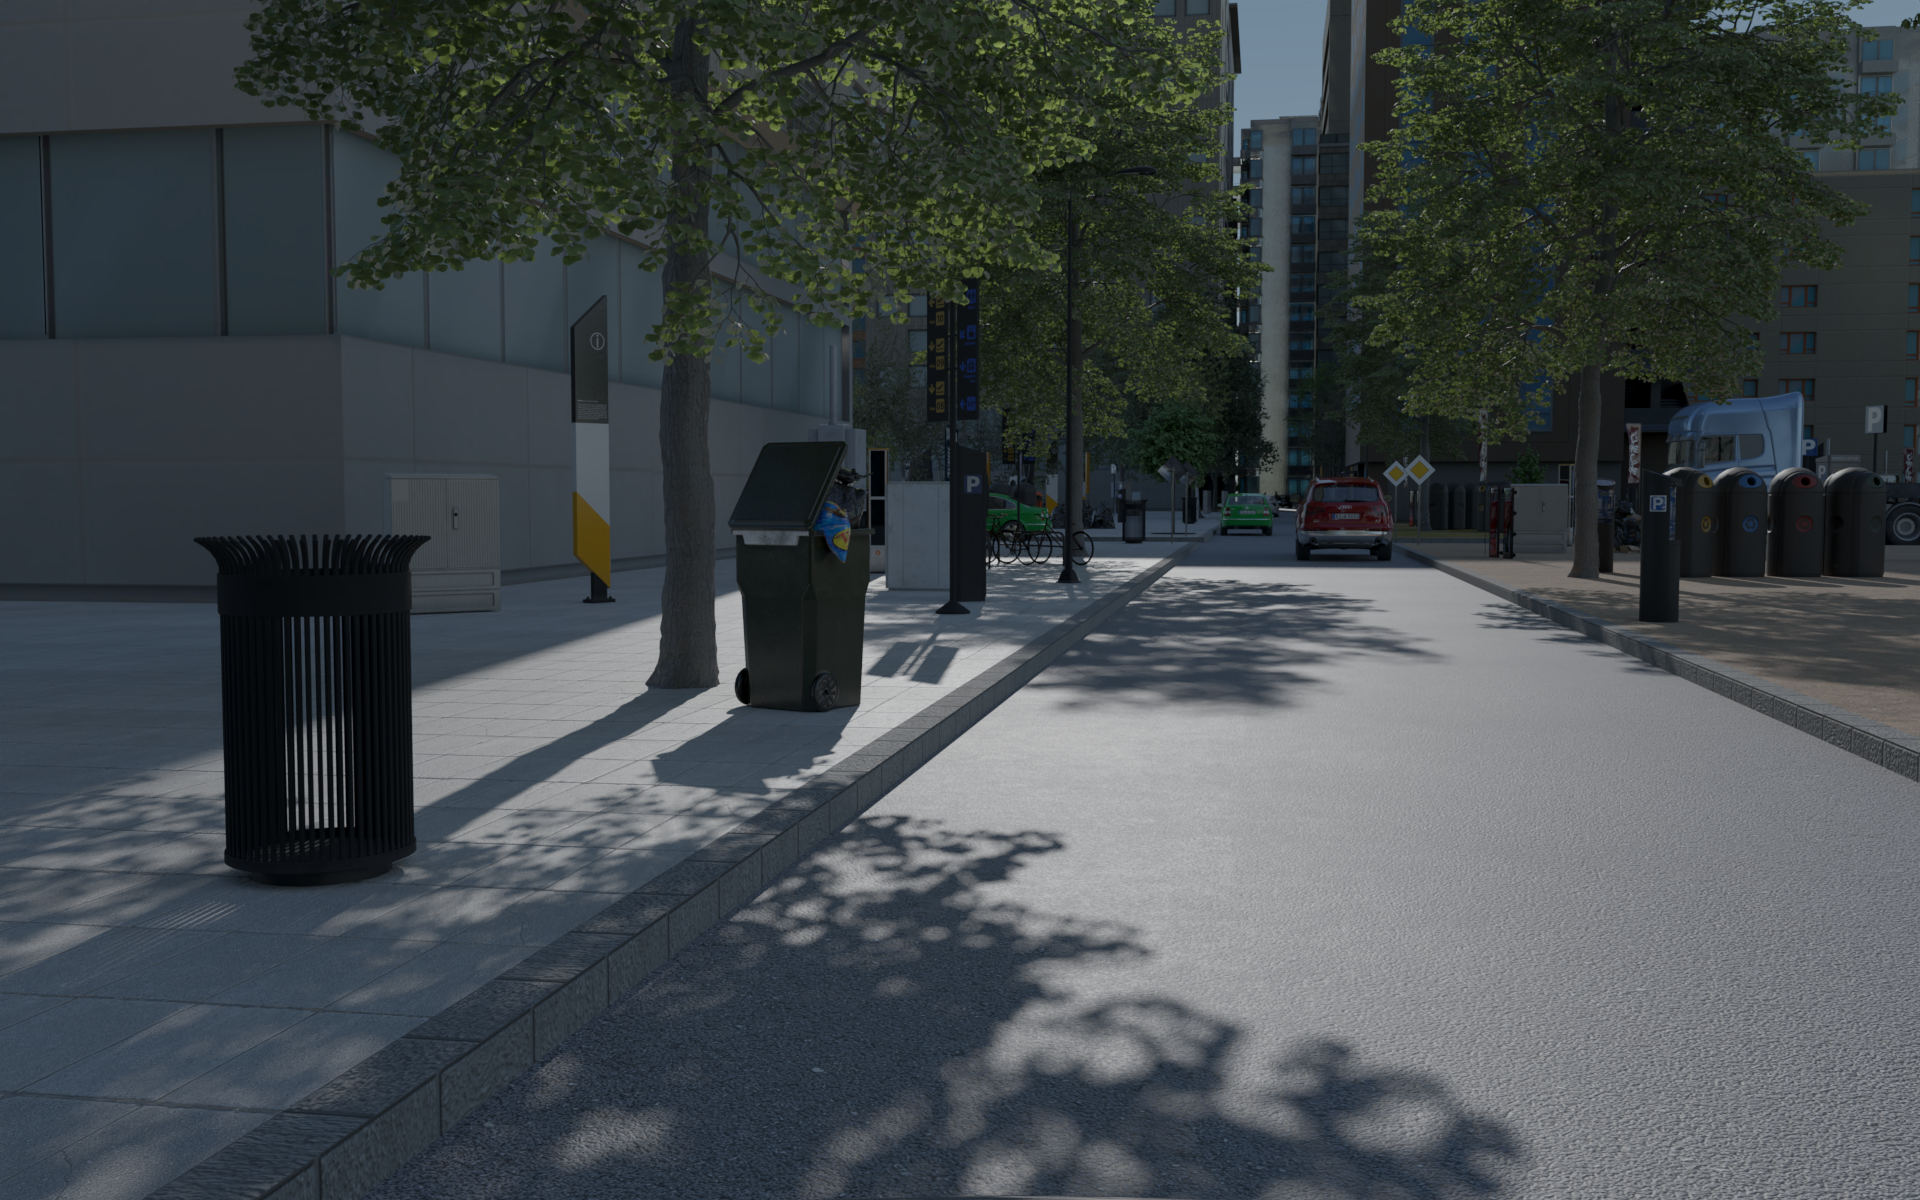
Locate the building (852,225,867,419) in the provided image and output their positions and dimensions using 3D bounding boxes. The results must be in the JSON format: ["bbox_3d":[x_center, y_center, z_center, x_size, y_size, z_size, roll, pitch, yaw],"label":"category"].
[{"bbox_3d":[-10.716,-33.229,197.925,28.867,44.769,22.147,1,4,10],"label":"building"}]

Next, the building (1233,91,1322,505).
[{"bbox_3d":[49.297,-36.585,217.775,30.456,49.044,23.786,1,4,10],"label":"building"}]

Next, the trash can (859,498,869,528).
[{"bbox_3d":[-3.587,-3.250,64.784,0.748,1.137,0.748,0,3,0],"label":"trash can"}]

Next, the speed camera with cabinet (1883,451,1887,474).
[{"bbox_3d":[41.875,-5.231,79.857,2.038,3.252,0.660,2,4,25],"label":"speed camera with cabinet"}]

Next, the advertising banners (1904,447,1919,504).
[{"bbox_3d":[35.391,-4.120,63.545,0.090,3.025,2.074,-1,4,-15],"label":"advertising banners"}]

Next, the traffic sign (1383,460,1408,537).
[{"bbox_3d":[12.999,-2.937,51.667,0.795,2.450,0.064,1,4,10],"label":"traffic sign"}]

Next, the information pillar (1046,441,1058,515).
[{"bbox_3d":[3.845,-4.940,72.121,0.504,3.616,0.183,0,4,0],"label":"information pillar"}]

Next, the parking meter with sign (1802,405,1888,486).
[{"bbox_3d":[17.215,-2.311,34.040,1.738,3.016,0.543,0,4,-8],"label":"parking meter with sign"}]

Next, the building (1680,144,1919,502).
[{"bbox_3d":[40.267,-16.124,108.665,27.650,21.520,28.899,1,4,10],"label":"building"}]

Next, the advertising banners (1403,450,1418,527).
[{"bbox_3d":[17.868,-4.417,68.405,0.090,3.025,2.074,0,4,-6],"label":"advertising banners"}]

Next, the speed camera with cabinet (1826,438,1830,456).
[{"bbox_3d":[31.246,-4.081,61.056,0.660,3.252,2.038,-1,4,-18],"label":"speed camera with cabinet"}]

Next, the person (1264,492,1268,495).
[{"bbox_3d":[31.559,-10.320,178.708,0.415,1.643,0.593,-3,5,-45],"label":"person"}]

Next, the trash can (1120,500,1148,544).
[{"bbox_3d":[4.513,-2.036,44.945,0.748,1.137,0.748,0,3,0],"label":"trash can"}]

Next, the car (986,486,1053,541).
[{"bbox_3d":[0.306,-2.521,50.007,4.718,1.807,1.959,1,4,9],"label":"car"}]

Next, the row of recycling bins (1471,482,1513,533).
[{"bbox_3d":[18.116,-3.127,58.243,1.069,1.692,3.534,0,4,8],"label":"row of recycling bins"}]

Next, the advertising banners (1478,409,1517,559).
[{"bbox_3d":[10.836,-2.375,35.021,0.090,3.025,2.074,0,4,-3],"label":"advertising banners"}]

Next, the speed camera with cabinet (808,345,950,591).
[{"bbox_3d":[-0.977,-1.764,23.176,2.038,3.252,0.660,1,4,12],"label":"speed camera with cabinet"}]

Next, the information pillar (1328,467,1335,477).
[{"bbox_3d":[26.558,-8.096,123.720,0.504,3.616,0.183,1,4,21],"label":"information pillar"}]

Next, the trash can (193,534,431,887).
[{"bbox_3d":[-2.164,0.355,5.845,0.748,1.137,0.748,0,3,0],"label":"trash can"}]

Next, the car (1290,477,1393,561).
[{"bbox_3d":[8.578,-1.850,38.915,2.281,1.827,5.304,1,4,10],"label":"car"}]

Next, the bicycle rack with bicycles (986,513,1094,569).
[{"bbox_3d":[0.615,-1.093,31.257,2.852,0.926,2.925,-3,4,-39],"label":"bicycle rack with bicycles"}]

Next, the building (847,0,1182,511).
[{"bbox_3d":[8.164,-33.835,142.443,28.713,52.752,27.495,1,4,10],"label":"building"}]

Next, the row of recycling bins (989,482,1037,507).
[{"bbox_3d":[0.927,-3.250,60.254,3.534,1.692,1.069,-1,4,-10],"label":"row of recycling bins"}]

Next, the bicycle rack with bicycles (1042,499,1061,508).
[{"bbox_3d":[5.815,-6.573,120.843,2.852,0.926,2.925,-2,4,-30],"label":"bicycle rack with bicycles"}]

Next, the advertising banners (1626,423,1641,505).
[{"bbox_3d":[17.318,-2.875,43.195,2.074,3.025,0.090,-2,4,-27],"label":"advertising banners"}]

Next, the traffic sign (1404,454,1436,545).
[{"bbox_3d":[11.607,-2.456,43.803,0.795,2.450,0.064,1,4,10],"label":"traffic sign"}]

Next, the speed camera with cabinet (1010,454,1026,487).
[{"bbox_3d":[2.518,-5.670,87.047,0.660,3.252,2.038,-2,4,-31],"label":"speed camera with cabinet"}]

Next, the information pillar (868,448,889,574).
[{"bbox_3d":[-1.309,-1.434,27.941,0.304,2.012,0.304,0,4,4],"label":"information pillar"}]

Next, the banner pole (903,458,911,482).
[{"bbox_3d":[-3.102,-7.121,106.452,0.863,3.779,0.401,0,4,-7],"label":"banner pole"}]

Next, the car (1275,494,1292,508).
[{"bbox_3d":[32.716,-10.126,175.345,2.009,1.686,4.222,1,4,9],"label":"car"}]

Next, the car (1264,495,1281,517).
[{"bbox_3d":[18.920,-5.842,107.881,2.083,1.381,4.827,1,4,12],"label":"car"}]

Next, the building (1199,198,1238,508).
[{"bbox_3d":[18.902,-23.959,163.424,14.160,30.474,14.107,1,4,10],"label":"building"}]

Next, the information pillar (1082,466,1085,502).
[{"bbox_3d":[8.426,-7.677,116.872,0.504,3.616,0.183,1,4,12],"label":"information pillar"}]

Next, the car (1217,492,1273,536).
[{"bbox_3d":[10.059,-3.193,61.008,1.959,1.807,4.718,0,4,8],"label":"car"}]

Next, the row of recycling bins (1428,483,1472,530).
[{"bbox_3d":[18.097,-3.396,62.644,3.534,1.692,1.069,-3,4,-38],"label":"row of recycling bins"}]

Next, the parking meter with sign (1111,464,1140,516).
[{"bbox_3d":[9.650,-6.390,100.743,1.738,3.016,0.543,-2,4,-30],"label":"parking meter with sign"}]

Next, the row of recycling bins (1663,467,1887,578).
[{"bbox_3d":[12.551,-1.215,26.971,3.534,1.692,1.069,0,4,-2],"label":"row of recycling bins"}]

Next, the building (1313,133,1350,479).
[{"bbox_3d":[35.982,-22.576,140.812,14.160,30.474,14.107,1,4,10],"label":"building"}]

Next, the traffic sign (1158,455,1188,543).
[{"bbox_3d":[5.511,-2.523,44.899,0.795,2.450,0.064,1,4,10],"label":"traffic sign"}]

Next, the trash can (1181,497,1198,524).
[{"bbox_3d":[9.832,-3.826,74.202,0.748,1.137,0.748,0,3,0],"label":"trash can"}]

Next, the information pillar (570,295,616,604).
[{"bbox_3d":[-4.318,-1.770,20.297,0.183,3.616,0.504,3,5,41],"label":"information pillar"}]

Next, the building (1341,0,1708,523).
[{"bbox_3d":[25.578,-26.328,80.577,14.600,45.320,14.200,1,4,10],"label":"building"}]

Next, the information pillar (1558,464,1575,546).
[{"bbox_3d":[14.887,-2.329,42.570,0.304,2.012,0.304,2,4,35],"label":"information pillar"}]

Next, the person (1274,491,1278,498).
[{"bbox_3d":[33.694,-10.751,185.014,0.721,1.736,1.217,-1,4,-23],"label":"person"}]

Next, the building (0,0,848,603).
[{"bbox_3d":[-16.741,-27.215,34.202,27.495,52.752,28.713,1,4,10],"label":"building"}]

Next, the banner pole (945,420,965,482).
[{"bbox_3d":[-0.122,-4.172,58.237,0.863,3.779,0.401,0,4,2],"label":"banner pole"}]

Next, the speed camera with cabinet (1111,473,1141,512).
[{"bbox_3d":[11.761,-7.858,122.820,2.038,3.252,0.660,-1,4,-14],"label":"speed camera with cabinet"}]

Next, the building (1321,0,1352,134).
[{"bbox_3d":[43.803,-32.616,156.978,21.300,48.544,21.600,1,4,10],"label":"building"}]

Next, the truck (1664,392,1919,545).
[{"bbox_3d":[27.873,-3.419,45.660,18.799,4.110,2.967,1,4,8],"label":"truck"}]

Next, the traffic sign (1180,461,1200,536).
[{"bbox_3d":[6.903,-3.004,52.762,0.795,2.450,0.064,1,4,10],"label":"traffic sign"}]

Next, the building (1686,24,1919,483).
[{"bbox_3d":[84.285,-34.272,179.952,30.456,49.044,23.786,1,4,10],"label":"building"}]
